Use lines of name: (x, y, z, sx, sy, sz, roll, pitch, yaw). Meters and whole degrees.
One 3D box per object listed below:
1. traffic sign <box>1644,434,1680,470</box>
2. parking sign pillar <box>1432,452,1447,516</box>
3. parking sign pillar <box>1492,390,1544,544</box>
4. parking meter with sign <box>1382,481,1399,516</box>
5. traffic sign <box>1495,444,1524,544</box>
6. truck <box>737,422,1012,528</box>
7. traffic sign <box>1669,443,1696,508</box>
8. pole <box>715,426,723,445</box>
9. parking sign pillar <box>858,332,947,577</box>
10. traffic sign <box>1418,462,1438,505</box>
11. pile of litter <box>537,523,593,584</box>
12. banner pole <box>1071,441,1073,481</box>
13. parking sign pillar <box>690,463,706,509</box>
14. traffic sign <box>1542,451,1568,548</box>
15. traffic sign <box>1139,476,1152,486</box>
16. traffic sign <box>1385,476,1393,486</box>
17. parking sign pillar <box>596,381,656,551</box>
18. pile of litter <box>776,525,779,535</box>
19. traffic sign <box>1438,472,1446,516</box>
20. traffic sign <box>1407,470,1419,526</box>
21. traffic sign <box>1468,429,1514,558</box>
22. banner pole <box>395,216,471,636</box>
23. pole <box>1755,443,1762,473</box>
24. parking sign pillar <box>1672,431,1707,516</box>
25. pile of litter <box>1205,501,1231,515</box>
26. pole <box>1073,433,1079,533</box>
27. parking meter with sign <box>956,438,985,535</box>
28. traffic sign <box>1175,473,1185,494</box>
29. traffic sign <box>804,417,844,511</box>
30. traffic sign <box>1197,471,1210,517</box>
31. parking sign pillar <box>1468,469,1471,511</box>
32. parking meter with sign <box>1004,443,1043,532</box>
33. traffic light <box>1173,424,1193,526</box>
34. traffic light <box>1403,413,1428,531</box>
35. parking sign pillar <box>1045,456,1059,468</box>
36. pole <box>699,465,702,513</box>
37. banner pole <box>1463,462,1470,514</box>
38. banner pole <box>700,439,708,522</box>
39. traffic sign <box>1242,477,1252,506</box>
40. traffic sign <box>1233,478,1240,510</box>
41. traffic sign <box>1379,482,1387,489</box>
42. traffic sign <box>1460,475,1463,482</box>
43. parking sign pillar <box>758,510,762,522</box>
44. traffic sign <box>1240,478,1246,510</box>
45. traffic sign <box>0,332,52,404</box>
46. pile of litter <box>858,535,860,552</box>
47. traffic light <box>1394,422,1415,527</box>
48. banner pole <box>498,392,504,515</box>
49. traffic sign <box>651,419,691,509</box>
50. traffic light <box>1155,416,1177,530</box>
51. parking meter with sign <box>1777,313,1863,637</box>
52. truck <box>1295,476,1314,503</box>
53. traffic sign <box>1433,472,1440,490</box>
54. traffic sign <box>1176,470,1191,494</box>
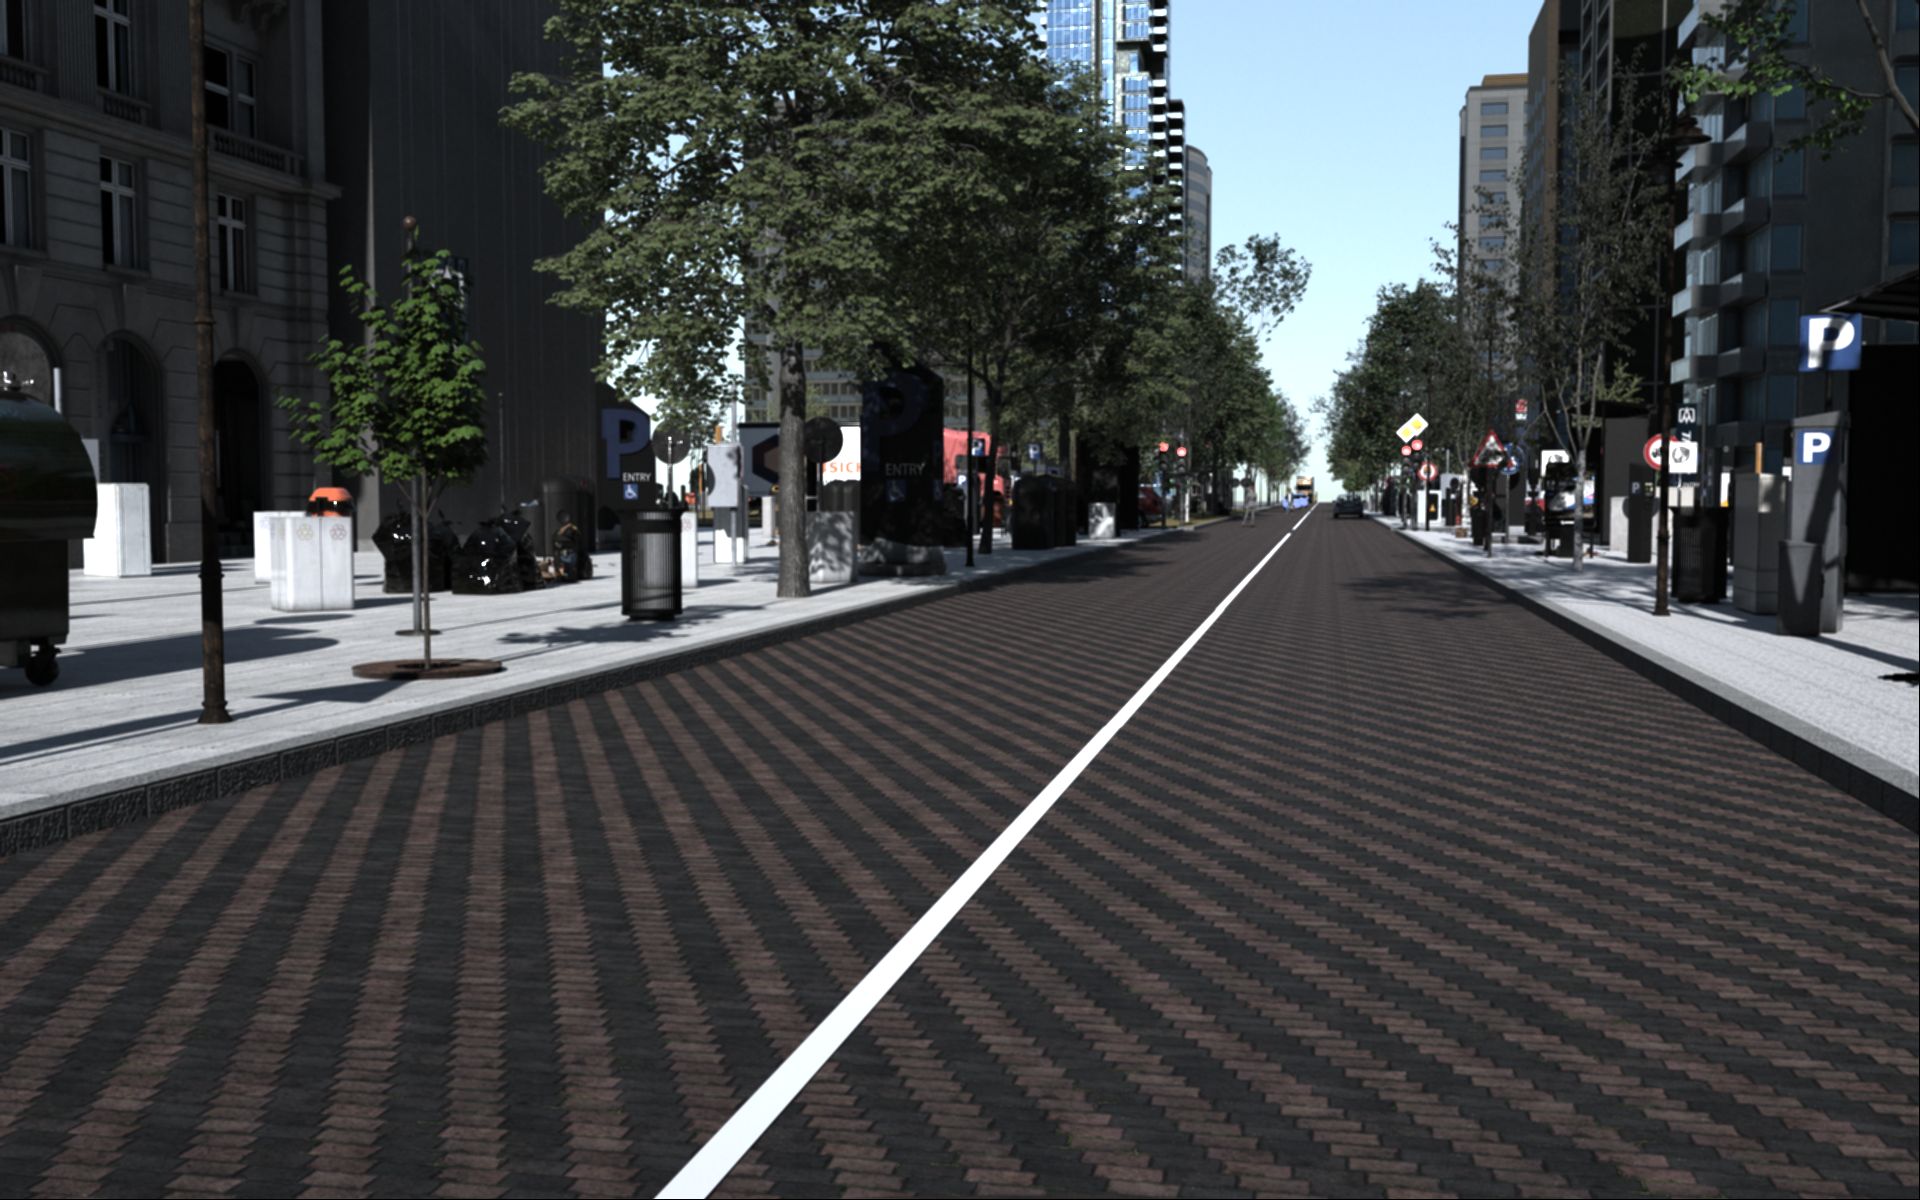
traffic sign: (14.830, -2.231, 36.579, 0.768, 2.556, 0.104, 1, 4, 18)
parking sign pillar: (28.090, -6.967, 102.389, 1.447, 3.967, 1.447, 0, 4, -3)
parking sign pillar: (14.585, -3.480, 45.374, 1.447, 3.967, 1.447, 1, 4, 16)
parking meter with sign: (25.647, -6.460, 101.878, 1.738, 3.016, 0.543, 2, 4, 34)
traffic sign: (13.956, -2.692, 44.116, 0.768, 2.556, 0.104, 1, 4, 16)
truck: (-2.964, -4.838, 68.009, 11.283, 4.237, 2.839, 1, 4, 11)
traffic sign: (14.250, -1.968, 34.314, 0.606, 2.300, 0.079, 1, 4, 13)
pole: (-7.212, -3.551, 51.908, 0.158, 3.312, 0.155, 0, 3, 0)
parking sign pillar: (-0.925, -2.384, 27.457, 1.447, 3.967, 1.447, 2, 4, 26)
traffic sign: (18.364, -4.158, 68.088, 0.768, 2.556, 0.104, 1, 4, 16)
pile of litter: (-6.036, -0.703, 25.463, 1.176, 0.858, 1.719, 1, 4, 23)
banner pole: (5.463, -5.602, 81.608, 0.863, 3.779, 0.401, 3, 4, 36)
parking sign pillar: (-22.399, -9.758, 148.021, 1.447, 3.967, 1.447, 1, 4, 18)
traffic sign: (13.994, -2.364, 40.780, 0.606, 2.300, 0.079, 1, 4, 21)
traffic sign: (10.443, -6.007, 98.219, 0.884, 2.594, 0.081, 1, 4, 21)
traffic sign: (30.343, -7.456, 122.004, 0.768, 2.556, 0.104, 1, 4, 15)
parking sign pillar: (-7.682, -3.145, 39.890, 1.447, 3.967, 1.447, -2, 4, -35)
pile of litter: (-5.535, -2.482, 54.544, 1.176, 0.858, 1.719, 2, 4, 34)
traffic sign: (27.855, -6.081, 99.536, 0.768, 2.556, 0.104, 1, 4, 19)
traffic sign: (17.924, -4.192, 68.645, 0.768, 2.556, 0.104, 1, 4, 18)
traffic sign: (10.593, -2.113, 34.556, 0.884, 2.594, 0.081, 1, 4, 21)
banner pole: (-4.818, -1.584, 15.910, 0.401, 3.779, 0.863, 3, 4, 37)
pole: (31.623, -4.575, 68.643, 0.158, 3.312, 0.155, 0, 3, 0)
parking sign pillar: (30.931, -5.198, 73.464, 1.447, 3.967, 1.447, 3, 5, 41)
pile of litter: (15.825, -5.646, 106.271, 1.719, 0.858, 1.176, 0, 4, 1)
pole: (3.859, -3.897, 57.553, 0.158, 3.312, 0.155, 0, 3, 0)
parking meter with sign: (0.178, -3.504, 53.550, 0.543, 3.016, 1.738, 2, 4, 24)
traffic sign: (10.544, -4.931, 82.757, 0.606, 2.300, 0.079, 1, 4, 20)
traffic sign: (-2.289, -1.737, 28.510, 0.768, 2.556, 0.104, 1, 4, 16)
traffic sign: (13.494, -5.869, 96.058, 0.768, 2.556, 0.104, 1, 4, 20)
parking sign pillar: (39.171, -8.749, 131.513, 1.447, 3.967, 1.447, 3, 5, 41)
parking meter with sign: (2.120, -3.827, 58.840, 0.543, 3.016, 1.738, 2, 4, 34)
traffic light: (8.976, -4.950, 69.858, 0.839, 4.253, 0.868, 1, 4, 12)
traffic light: (15.852, -4.364, 60.266, 0.839, 4.253, 0.868, 1, 4, 12)
parking sign pillar: (6.786, -8.290, 124.018, 1.447, 3.967, 1.447, 0, 4, -8)
pole: (-18.045, -7.740, 120.398, 0.158, 3.312, 0.155, 0, 3, 0)
banner pole: (32.919, -7.519, 112.956, 0.401, 3.779, 0.863, -3, 4, -39)
banner pole: (-11.597, -5.464, 79.356, 0.401, 3.779, 0.863, 2, 4, 32)
traffic sign: (21.817, -8.052, 131.752, 0.768, 2.556, 0.104, 1, 4, 21)
traffic sign: (21.754, -8.370, 136.948, 0.768, 2.556, 0.104, 1, 4, 20)
traffic sign: (34.016, -8.389, 139.291, 0.606, 2.300, 0.079, 1, 4, 21)
traffic sign: (31.232, -6.603, 108.065, 0.768, 2.556, 0.104, 1, 4, 18)
parking sign pillar: (-8.475, -5.526, 78.830, 1.447, 3.967, 1.447, 0, 4, 5)
traffic sign: (22.363, -8.310, 135.974, 0.768, 2.556, 0.104, 1, 4, 21)
traffic sign: (-7.488, -0.830, 13.669, 0.768, 2.556, 0.104, 1, 4, 16)
pile of litter: (-2.036, -1.496, 38.431, 1.176, 0.858, 1.719, -2, 4, -35)
traffic light: (17.503, -4.842, 68.080, 0.839, 4.253, 0.868, 1, 4, 12)
banner pole: (-11.243, -3.212, 42.537, 0.401, 3.779, 0.863, -1, 4, -15)
traffic sign: (-4.922, -1.794, 29.443, 0.768, 2.556, 0.104, 1, 4, 21)
traffic light: (7.325, -4.472, 62.045, 0.839, 4.253, 0.868, 1, 4, 12)
parking meter with sign: (8.016, -1.220, 16.205, 0.543, 3.016, 1.738, 2, 4, 32)
truck: (55.373, -17.684, 278.044, 2.839, 4.237, 11.283, 1, 4, 13)
traffic sign: (27.537, -6.135, 100.421, 0.768, 2.556, 0.104, 1, 4, 12)
traffic sign: (9.401, -4.334, 72.988, 0.606, 2.300, 0.079, 1, 4, 12)
